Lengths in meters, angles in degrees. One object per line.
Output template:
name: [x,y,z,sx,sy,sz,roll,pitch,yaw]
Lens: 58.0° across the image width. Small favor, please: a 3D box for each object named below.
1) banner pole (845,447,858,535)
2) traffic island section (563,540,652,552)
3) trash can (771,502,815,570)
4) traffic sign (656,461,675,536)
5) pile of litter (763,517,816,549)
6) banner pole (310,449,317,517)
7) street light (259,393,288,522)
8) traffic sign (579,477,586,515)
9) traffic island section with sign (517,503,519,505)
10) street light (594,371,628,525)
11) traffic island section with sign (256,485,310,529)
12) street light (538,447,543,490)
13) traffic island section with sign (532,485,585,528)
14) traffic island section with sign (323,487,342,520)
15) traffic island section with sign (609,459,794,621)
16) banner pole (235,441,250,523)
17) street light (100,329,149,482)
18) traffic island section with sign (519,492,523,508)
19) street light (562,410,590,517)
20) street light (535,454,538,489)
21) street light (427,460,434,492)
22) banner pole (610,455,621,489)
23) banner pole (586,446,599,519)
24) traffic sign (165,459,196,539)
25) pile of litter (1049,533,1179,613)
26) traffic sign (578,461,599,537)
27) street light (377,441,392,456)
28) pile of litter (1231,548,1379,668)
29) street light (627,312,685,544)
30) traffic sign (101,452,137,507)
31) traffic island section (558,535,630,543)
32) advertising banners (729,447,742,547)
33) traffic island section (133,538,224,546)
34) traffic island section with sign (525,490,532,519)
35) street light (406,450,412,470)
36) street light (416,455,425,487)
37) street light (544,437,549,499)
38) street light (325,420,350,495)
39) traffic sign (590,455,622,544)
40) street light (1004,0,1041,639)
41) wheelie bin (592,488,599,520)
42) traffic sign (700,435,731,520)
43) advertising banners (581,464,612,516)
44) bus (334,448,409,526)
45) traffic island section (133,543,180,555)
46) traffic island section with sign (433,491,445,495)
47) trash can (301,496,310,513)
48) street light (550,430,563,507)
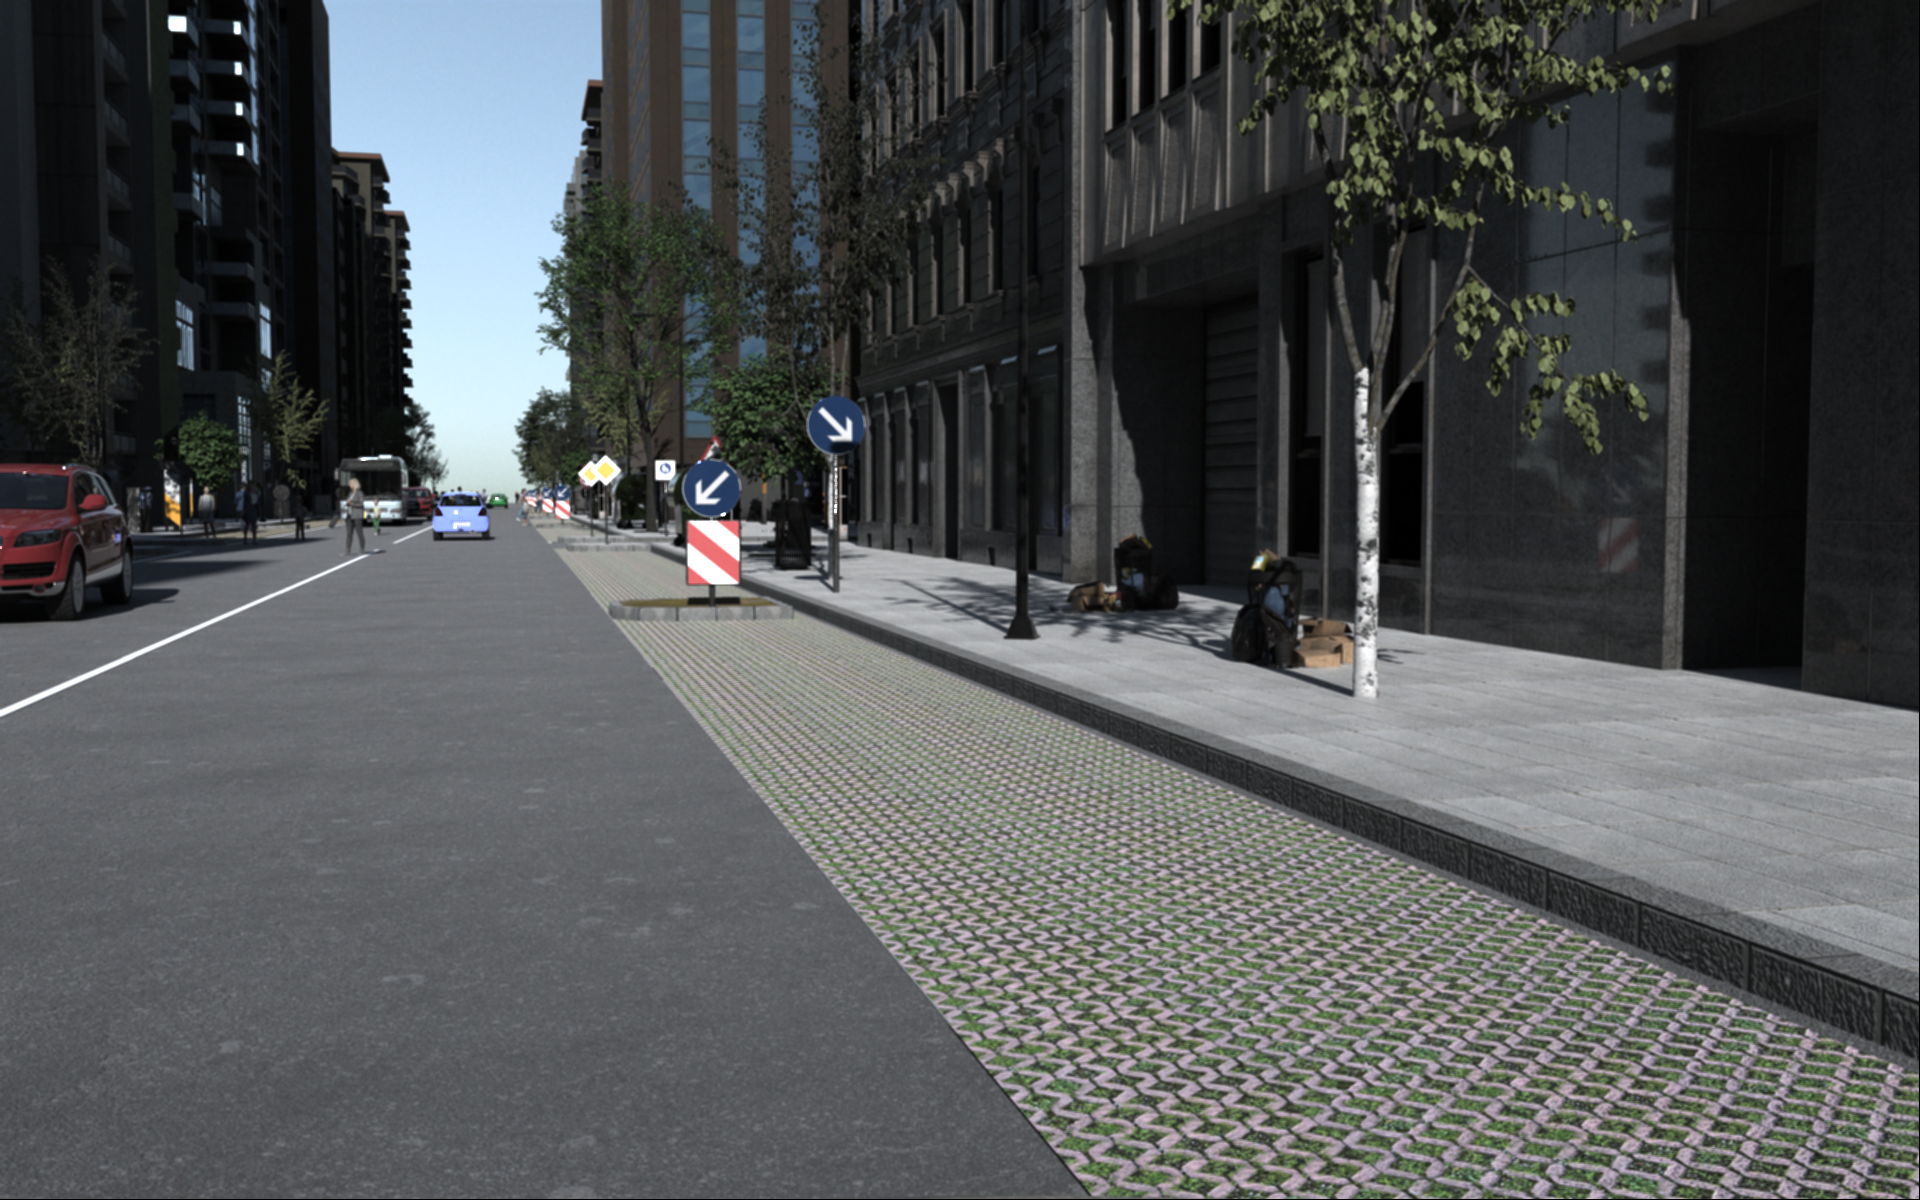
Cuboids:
banner pole: [-3.278,-3.935,54.354,0.863,3.779,0.401,2,4,29]
traffic island section: [-9.021,-1.348,44.326,2.009,0.180,2.903,-1,4,-15]
trash can: [-2.821,-1.079,29.300,0.748,1.137,0.748,0,3,0]
traffic sign: [-8.948,-3.089,52.633,0.606,2.300,0.079,-1,4,-14]
pile of litter: [-4.064,-1.672,41.303,1.176,0.858,1.719,-1,4,-20]
banner pole: [-36.185,-6.528,96.748,0.401,3.779,0.863,-1,4,-12]
street light: [-31.400,-6.525,79.228,1.470,5.913,1.316,-1,4,-15]
traffic sign: [-22.726,-6.422,105.102,0.768,2.556,0.104,-1,4,-13]
traffic island section with sign: [-43.472,-10.168,174.871,1.989,1.847,2.006,-1,4,-15]
street light: [-12.990,-5.654,64.991,1.470,5.913,1.316,-1,4,-15]
traffic island section with sign: [-27.918,-3.835,71.338,1.989,1.847,2.006,-1,4,-15]
street light: [-40.272,-12.041,169.409,1.470,5.913,1.316,-1,4,-15]
traffic island section with sign: [-17.038,-3.978,73.668,1.989,1.847,2.006,-1,4,-15]
traffic island section with sign: [-34.741,-5.431,97.418,1.989,1.847,2.006,-1,4,-15]
traffic island section with sign: [-3.100,-0.716,20.337,1.989,1.847,2.006,-1,4,-15]
banner pole: [-31.411,-5.238,75.650,0.863,3.779,0.401,0,4,4]
street light: [-23.492,-4.659,48.713,1.470,5.913,1.316,-1,4,-15]
traffic island section with sign: [-36.563,-8.549,148.402,1.989,1.847,2.006,-1,4,-15]
street light: [-20.942,-7.512,95.365,1.470,5.913,1.316,-1,4,-15]
street light: [-47.904,-13.833,198.717,1.470,5.913,1.316,-1,4,-15]
street light: [-71.855,-15.998,234.101,1.470,5.913,1.316,-1,4,-15]
banner pole: [-20.753,-7.017,104.742,0.863,3.779,0.401,-1,4,-11]
banner pole: [-19.177,-6.148,90.542,0.863,3.779,0.401,2,4,30]
traffic sign: [-22.091,-2.782,49.120,0.795,2.450,0.064,-1,4,-15]
pile of litter: [1.722,-0.325,19.272,1.719,0.858,1.176,-2,4,-23]
traffic sign: [-11.060,-2.956,51.970,0.795,2.450,0.064,-1,4,-15]
street light: [-50.557,-10.987,152.182,1.470,5.913,1.316,-1,4,-15]
pile of litter: [2.707,0.028,13.511,1.176,0.858,1.719,3,4,37]
street light: [-7.708,-4.404,44.542,1.470,5.913,1.316,-1,4,-15]
traffic sign: [-20.073,-2.309,41.393,0.795,2.450,0.064,-1,4,-15]
traffic island section: [-11.039,-1.821,52.053,2.009,0.180,2.903,-1,4,-15]
advertising banners: [-5.133,-2.647,39.472,0.090,3.025,2.074,0,4,-1]
traffic island section: [-22.112,-1.645,49.176,2.009,0.180,2.903,-1,4,-15]
traffic island section with sign: [-23.979,-5.601,100.209,1.989,1.847,2.006,-1,4,-15]
street light: [-58.346,-12.817,182.094,1.470,5.913,1.316,-1,4,-15]
street light: [-63.993,-14.158,204.019,1.470,5.913,1.316,-1,4,-15]
street light: [-32.690,-10.248,140.087,1.470,5.913,1.316,-1,4,-15]
street light: [-39.105,-8.317,108.518,1.470,5.913,1.316,-1,4,-15]
traffic sign: [-9.042,-2.483,44.243,0.795,2.450,0.064,-1,4,-15]
street light: [0.029,-2.605,15.133,1.470,5.913,1.316,-1,4,-15]
wheelie bin: [-18.174,-4.855,87.285,0.693,1.594,0.980,-1,4,-10]
traffic sign: [-5.360,-2.323,37.993,0.884,2.594,0.081,-1,4,-9]
advertising banners: [-20.871,-6.369,100.317,2.074,3.025,0.090,0,4,-7]
bus: [-27.244,-5.257,80.818,2.948,3.499,13.247,-1,4,-16]
traffic island section: [-20.094,-1.172,41.449,2.009,0.180,2.903,-1,4,-15]
traffic island section with sign: [-68.283,-13.287,225.873,1.989,1.847,2.006,-1,4,-15]
trash can: [-41.204,-5.938,108.737,0.748,1.137,0.748,0,3,0]
street light: [-28.697,-9.325,125.004,1.470,5.913,1.316,-1,4,-15]
